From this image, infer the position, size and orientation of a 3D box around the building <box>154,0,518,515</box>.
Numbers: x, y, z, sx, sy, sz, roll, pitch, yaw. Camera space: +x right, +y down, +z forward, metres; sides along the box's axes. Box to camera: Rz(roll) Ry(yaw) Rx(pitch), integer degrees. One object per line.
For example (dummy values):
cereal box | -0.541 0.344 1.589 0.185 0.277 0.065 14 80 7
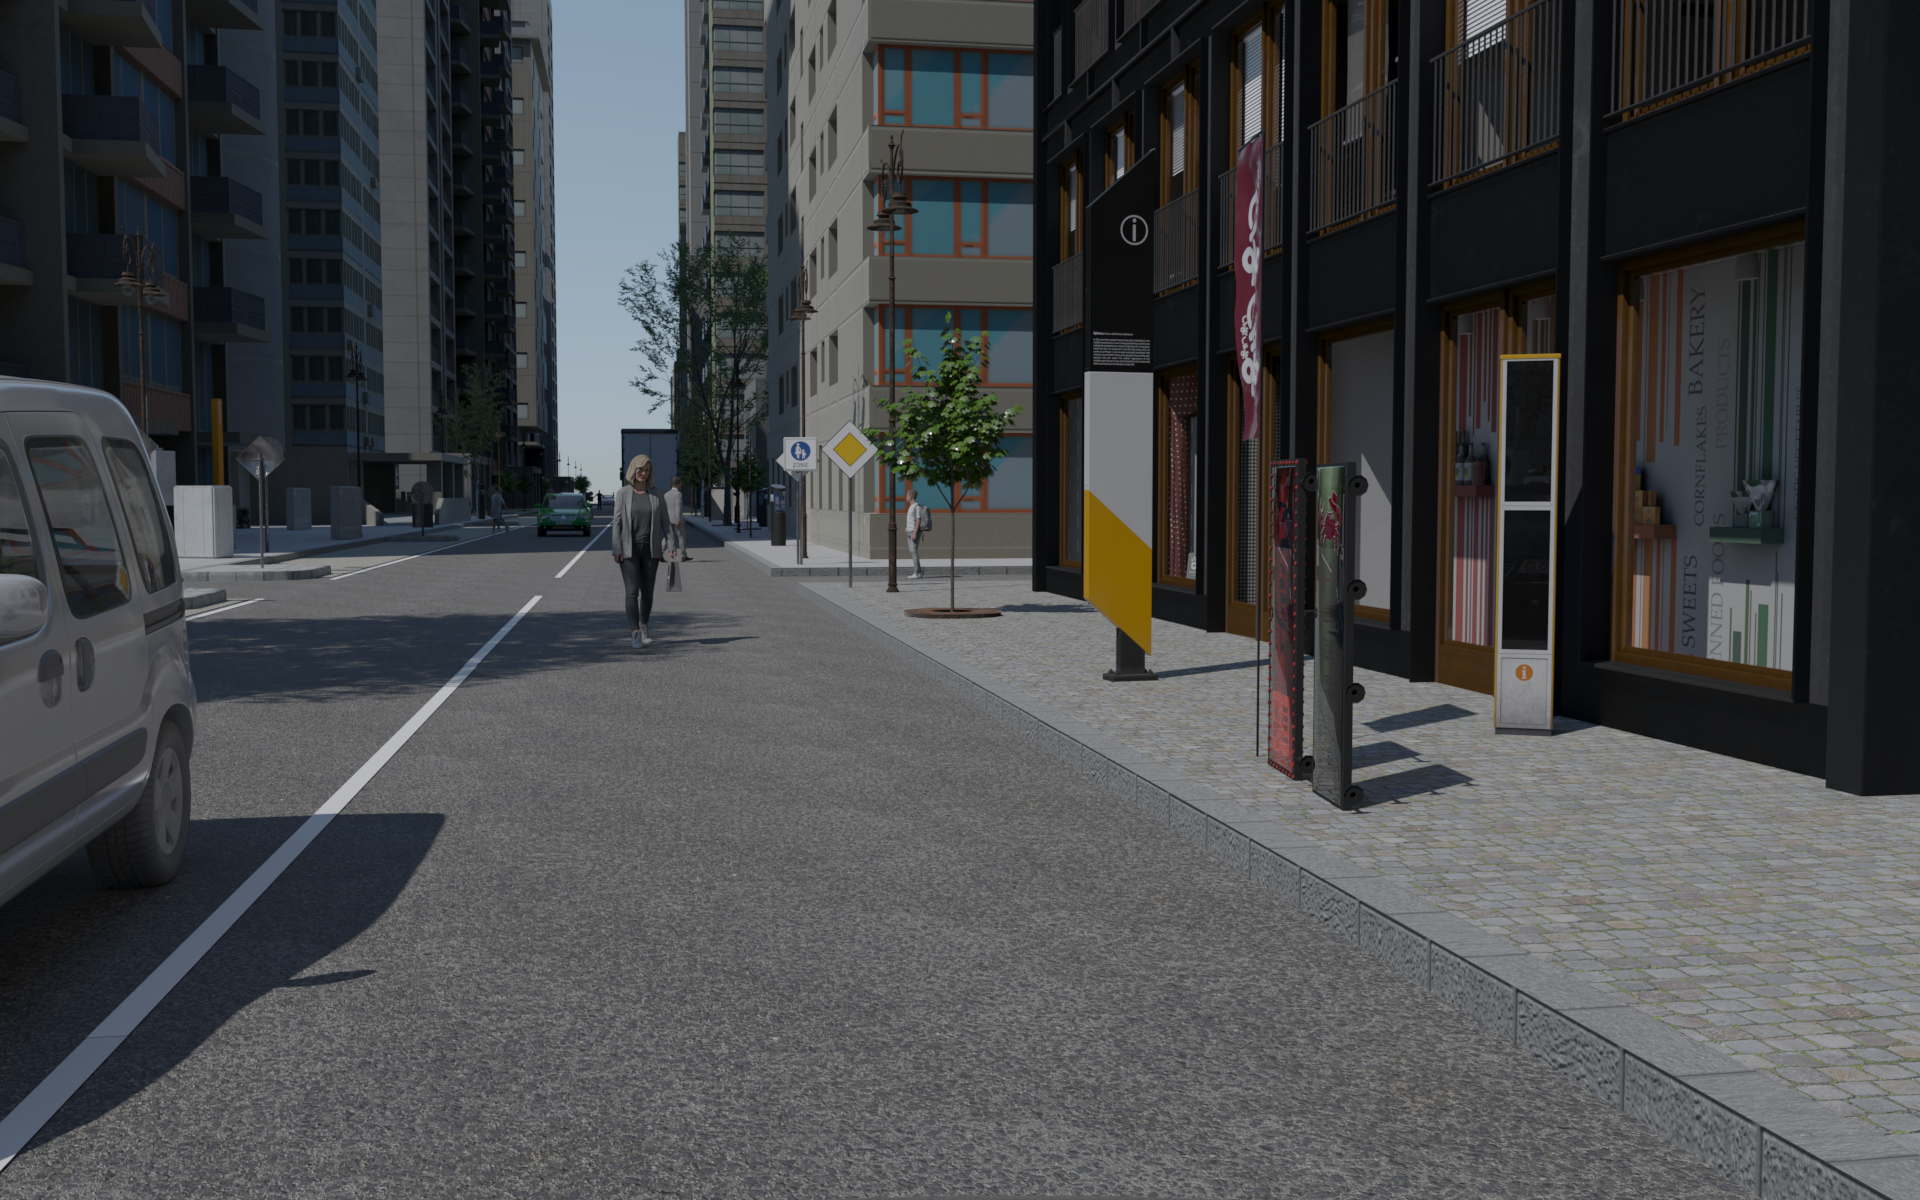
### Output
building | -46.715 -29.406 135.411 22.147 44.769 28.867 -1 4 -10

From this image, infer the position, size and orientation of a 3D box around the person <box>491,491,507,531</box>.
person | -17.570 -3.497 66.341 0.598 1.740 0.731 1 4 16

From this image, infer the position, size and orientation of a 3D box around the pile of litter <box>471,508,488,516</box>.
pile of litter | -28.540 -5.434 102.813 1.719 0.858 1.176 1 4 13

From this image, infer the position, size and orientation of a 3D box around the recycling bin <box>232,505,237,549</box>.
recycling bin | -17.289 -1.690 40.182 0.722 1.027 0.722 0 4 1

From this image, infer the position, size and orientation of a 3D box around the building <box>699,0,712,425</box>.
building | -9.162 -31.722 138.261 23.786 49.044 30.456 -1 4 -10

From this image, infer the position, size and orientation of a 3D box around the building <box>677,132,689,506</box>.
building | -25.279 -31.555 199.522 14.154 41.232 14.086 -1 4 -10

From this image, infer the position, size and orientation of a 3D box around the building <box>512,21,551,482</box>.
building | -61.336 -37.139 196.464 28.713 52.752 27.495 -1 4 -10

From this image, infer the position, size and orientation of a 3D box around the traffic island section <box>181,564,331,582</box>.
traffic island section | -12.072 -0.467 29.921 2.009 0.180 2.903 -1 4 -10

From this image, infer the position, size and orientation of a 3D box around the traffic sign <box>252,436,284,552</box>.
traffic sign | -15.332 -2.334 38.262 0.768 2.556 0.104 0 4 -6

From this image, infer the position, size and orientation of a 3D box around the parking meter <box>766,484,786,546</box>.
parking meter | -4.492 -2.105 42.834 0.372 1.533 0.369 0 3 0

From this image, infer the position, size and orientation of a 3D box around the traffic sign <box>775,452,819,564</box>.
traffic sign | -2.956 -1.705 31.518 0.795 2.450 0.064 -1 4 -10

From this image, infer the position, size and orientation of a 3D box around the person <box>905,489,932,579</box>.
person | -0.760 -1.119 29.390 0.503 1.515 0.523 3 5 43

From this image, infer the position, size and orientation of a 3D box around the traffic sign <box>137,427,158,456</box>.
traffic sign | -10.598 -1.123 22.011 0.795 2.450 0.064 -1 4 -10

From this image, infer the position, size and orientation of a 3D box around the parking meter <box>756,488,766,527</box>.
parking meter | -7.671 -3.620 67.596 0.372 1.533 0.369 0 3 0

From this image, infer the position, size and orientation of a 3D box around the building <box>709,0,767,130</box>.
building | -9.601 -26.409 115.376 14.154 41.232 14.086 -1 4 -10

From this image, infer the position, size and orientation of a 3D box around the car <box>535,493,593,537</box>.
car | -13.637 -3.114 59.711 1.959 1.807 4.718 -1 4 -12

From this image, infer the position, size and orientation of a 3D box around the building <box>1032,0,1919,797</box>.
building | 8.433 -11.365 15.501 12.332 23.373 15.834 -1 4 -10

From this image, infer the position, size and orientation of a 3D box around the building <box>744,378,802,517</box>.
building | 0.540 -47.605 91.005 22.319 86.520 31.000 -1 4 -10

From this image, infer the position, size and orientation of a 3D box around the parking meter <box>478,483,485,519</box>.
parking meter | -24.347 -5.039 88.105 0.255 1.863 0.399 -2 4 -33

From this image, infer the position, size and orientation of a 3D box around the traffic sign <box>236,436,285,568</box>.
traffic sign | -12.050 -1.604 29.863 0.795 2.450 0.064 -1 4 -10

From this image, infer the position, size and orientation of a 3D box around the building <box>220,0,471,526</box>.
building | -38.591 -23.378 74.107 32.217 40.220 23.993 -1 4 -10

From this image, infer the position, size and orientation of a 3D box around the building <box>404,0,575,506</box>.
building | -65.465 -49.300 244.311 20.563 71.187 20.611 -1 4 -10

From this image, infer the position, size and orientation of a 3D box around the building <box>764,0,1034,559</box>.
building | 9.936 -12.504 49.483 28.899 21.520 27.650 -1 4 -10

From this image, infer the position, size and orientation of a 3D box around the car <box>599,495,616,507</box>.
car | -40.578 -11.412 198.941 2.083 1.381 4.827 -1 4 -11

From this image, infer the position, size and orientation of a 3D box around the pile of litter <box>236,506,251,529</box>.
pile of litter | -26.869 -3.077 64.279 1.176 0.858 1.719 0 4 -7

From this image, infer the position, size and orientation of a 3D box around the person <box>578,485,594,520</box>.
person | -15.614 -3.876 71.859 0.713 1.824 0.794 3 4 37

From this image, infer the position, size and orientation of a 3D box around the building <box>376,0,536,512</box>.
building | -49.621 -44.093 159.179 20.563 71.187 20.611 -1 4 -10

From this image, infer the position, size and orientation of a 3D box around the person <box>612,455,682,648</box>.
person | -2.945 -0.471 16.390 0.709 1.800 0.728 -1 4 -17

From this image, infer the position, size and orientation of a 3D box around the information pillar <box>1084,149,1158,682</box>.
information pillar | 1.097 -1.251 11.814 0.504 3.616 0.183 -1 4 -18

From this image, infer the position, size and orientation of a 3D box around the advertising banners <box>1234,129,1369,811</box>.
advertising banners | 1.496 -0.714 7.856 0.090 3.025 2.074 0 4 -4

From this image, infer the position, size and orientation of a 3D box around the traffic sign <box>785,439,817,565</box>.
traffic sign | -2.881 -1.788 31.369 0.606 2.300 0.079 0 4 -3

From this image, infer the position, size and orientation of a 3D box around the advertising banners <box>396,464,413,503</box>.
advertising banners | -31.832 -6.290 99.033 0.090 3.025 2.074 1 4 9

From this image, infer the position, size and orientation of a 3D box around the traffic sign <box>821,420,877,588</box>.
traffic sign | -1.503 -1.225 23.666 0.795 2.450 0.064 -1 4 -10

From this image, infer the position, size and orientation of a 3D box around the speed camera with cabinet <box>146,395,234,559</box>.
speed camera with cabinet | -15.624 -2.471 34.743 2.038 3.252 0.660 1 4 17

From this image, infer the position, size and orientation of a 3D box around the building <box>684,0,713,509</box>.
building | -15.718 -38.198 166.538 21.231 58.520 28.212 -1 4 -10

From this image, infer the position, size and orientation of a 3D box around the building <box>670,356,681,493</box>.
building | -22.505 -23.083 222.449 27.650 21.520 28.899 -1 4 -10

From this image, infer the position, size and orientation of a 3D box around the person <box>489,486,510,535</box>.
person | -16.330 -3.181 61.264 0.760 1.731 0.466 -3 4 -36

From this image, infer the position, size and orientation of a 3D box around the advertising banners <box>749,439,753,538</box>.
advertising banners | -6.136 -3.335 50.712 0.090 3.025 2.074 0 4 -6

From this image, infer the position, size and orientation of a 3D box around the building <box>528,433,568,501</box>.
building | -67.125 -32.436 222.208 32.217 40.220 23.993 -1 4 -10

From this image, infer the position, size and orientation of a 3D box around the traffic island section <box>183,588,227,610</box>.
traffic island section | -10.619 0.013 22.068 2.009 0.180 2.903 -1 4 -10

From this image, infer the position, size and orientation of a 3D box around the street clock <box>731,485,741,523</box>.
street clock | -9.879 -4.407 76.632 0.471 2.002 0.358 1 4 23

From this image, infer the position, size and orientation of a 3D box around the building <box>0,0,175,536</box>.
building | -29.758 -23.610 40.650 22.147 44.769 28.867 -1 4 -10

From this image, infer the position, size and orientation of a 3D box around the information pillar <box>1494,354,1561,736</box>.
information pillar | 3.035 -0.293 9.277 0.304 2.012 0.304 1 4 18
